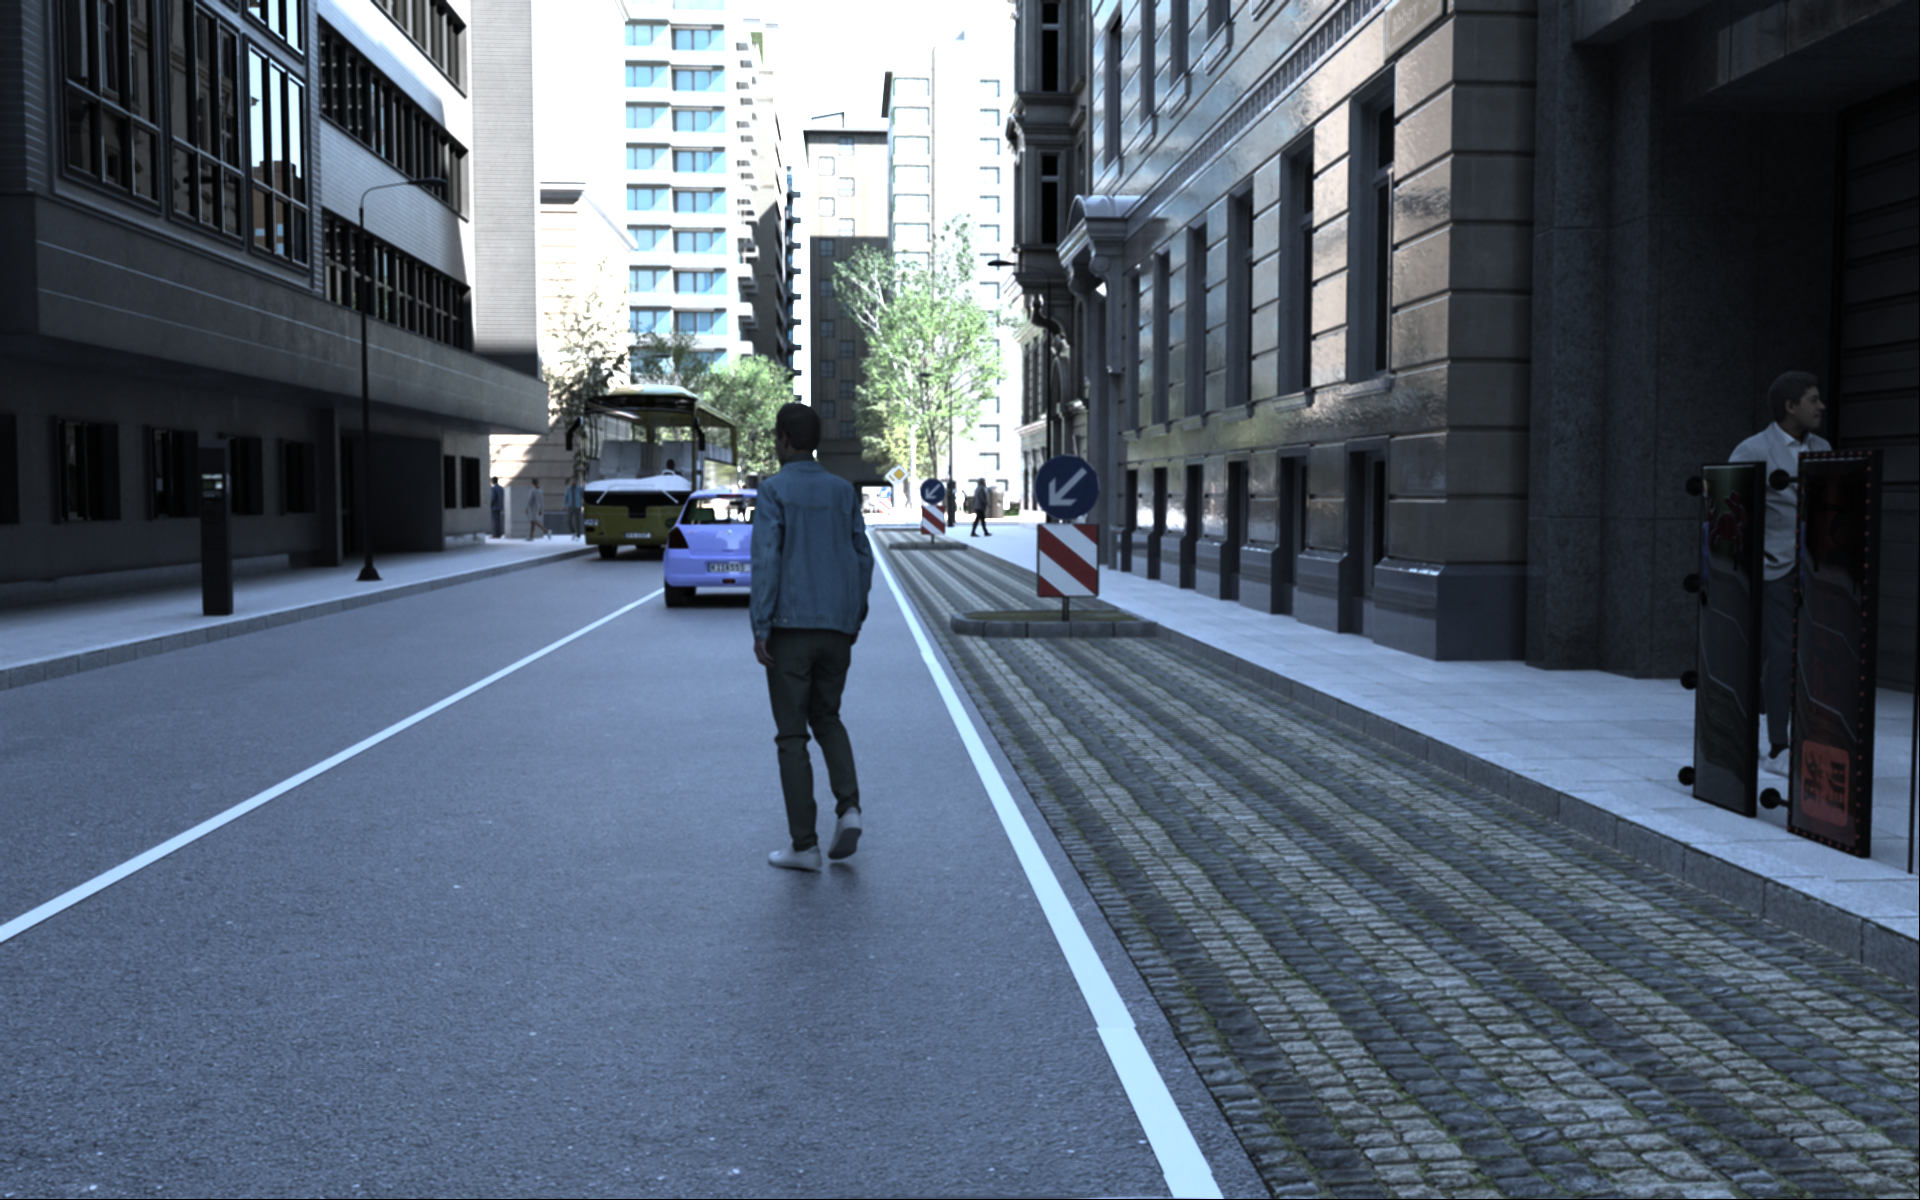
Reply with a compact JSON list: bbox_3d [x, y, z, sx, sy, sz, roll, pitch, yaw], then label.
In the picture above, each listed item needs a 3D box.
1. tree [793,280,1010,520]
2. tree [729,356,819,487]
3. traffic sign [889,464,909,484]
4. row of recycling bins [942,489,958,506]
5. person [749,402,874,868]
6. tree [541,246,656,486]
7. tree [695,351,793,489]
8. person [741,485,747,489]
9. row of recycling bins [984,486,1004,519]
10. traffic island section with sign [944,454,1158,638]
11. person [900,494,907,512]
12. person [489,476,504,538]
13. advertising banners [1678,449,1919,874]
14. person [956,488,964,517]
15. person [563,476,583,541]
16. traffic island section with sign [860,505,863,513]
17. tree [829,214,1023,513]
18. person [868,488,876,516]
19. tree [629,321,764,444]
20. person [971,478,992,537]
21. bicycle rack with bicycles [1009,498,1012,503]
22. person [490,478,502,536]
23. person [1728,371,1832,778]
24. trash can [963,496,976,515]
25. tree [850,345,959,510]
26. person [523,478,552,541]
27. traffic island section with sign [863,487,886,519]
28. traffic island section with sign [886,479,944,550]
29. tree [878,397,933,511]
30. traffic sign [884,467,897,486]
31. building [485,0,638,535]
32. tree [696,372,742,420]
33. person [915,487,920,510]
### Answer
[{"bbox_3d":[-1.321,-9.766,85.432,9.928,11.665,9.643,0,3,0],"label":"tree"},{"bbox_3d":[-16.717,-13.909,144.425,9.611,12.733,9.660,0,3,0],"label":"tree"},{"bbox_3d":[-2.343,-3.985,67.342,0.795,2.593,0.064,0,4,-4],"label":"traffic sign"},{"bbox_3d":[-1.578,-8.076,139.159,3.534,1.692,1.069,3,5,40],"label":"row of recycling bins"},{"bbox_3d":[-0.568,0.135,6.630,0.601,1.785,0.444,-2,4,-34],"label":"person"},{"bbox_3d":[-11.090,-6.140,50.754,4.360,8.622,3.978,0,3,0],"label":"tree"},{"bbox_3d":[-15.847,-12.148,124.379,9.928,11.665,9.643,0,3,0],"label":"tree"},{"bbox_3d":[-8.525,-3.599,67.523,0.473,1.802,0.592,3,5,41],"label":"person"},{"bbox_3d":[1.708,-5.080,90.163,1.069,1.692,3.534,0,4,-7],"label":"row of recycling bins"},{"bbox_3d":[0.915,-0.578,18.084,1.989,1.847,2.006,0,4,-4],"label":"traffic island section with sign"},{"bbox_3d":[-4.083,-6.987,124.546,0.475,1.303,0.640,-2,4,-26],"label":"person"},{"bbox_3d":[-13.503,-2.705,50.453,0.419,1.800,0.721,1,4,8],"label":"person"},{"bbox_3d":[3.174,-0.617,6.276,0.090,3.025,2.074,0,4,-4],"label":"advertising banners"},{"bbox_3d":[-0.043,-5.397,96.099,0.589,1.601,0.330,0,4,-2],"label":"person"},{"bbox_3d":[-10.540,-2.511,47.442,0.601,1.785,0.444,0,4,7],"label":"person"},{"bbox_3d":[-6.207,-7.230,126.839,1.989,1.847,2.006,0,4,-4],"label":"traffic island section with sign"},{"bbox_3d":[-1.943,-15.927,116.288,12.611,20.169,13.585,0,3,0],"label":"tree"},{"bbox_3d":[-5.286,-5.841,104.185,0.537,1.800,0.526,1,4,9],"label":"person"},{"bbox_3d":[-14.608,-9.684,92.750,8.767,10.594,7.601,-2,4,-29],"label":"tree"},{"bbox_3d":[0.683,-2.802,52.255,0.834,1.777,0.661,-2,4,-28],"label":"person"},{"bbox_3d":[3.002,-8.202,147.492,2.852,0.926,2.925,-1,4,-14],"label":"bicycle rack with bicycles"},{"bbox_3d":[-14.422,-2.838,52.842,0.834,1.777,0.661,0,4,-7],"label":"person"},{"bbox_3d":[3.783,-0.134,8.085,0.661,1.843,0.795,-1,4,-16],"label":"person"},{"bbox_3d":[0.804,-6.052,110.605,0.748,1.137,0.748,0,3,0],"label":"trash can"},{"bbox_3d":[-4.262,-14.222,139.186,9.857,13.997,8.962,0,3,0],"label":"tree"},{"bbox_3d":[-11.583,-2.486,47.436,0.760,1.731,0.466,-1,4,-11],"label":"person"},{"bbox_3d":[-4.446,-5.585,99.941,1.989,1.847,2.006,0,4,-4],"label":"traffic island section with sign"},{"bbox_3d":[-0.849,-2.224,44.993,1.989,1.847,2.006,0,4,-4],"label":"traffic island section with sign"},{"bbox_3d":[-4.322,-11.048,131.001,4.737,8.622,4.395,0,3,0],"label":"tree"},{"bbox_3d":[-2.864,-4.472,75.310,0.795,2.593,0.064,0,4,-4],"label":"traffic sign"},{"bbox_3d":[-21.951,-16.734,59.502,20.117,28.700,13.634,0,4,-4],"label":"building"},{"bbox_3d":[-14.873,-9.355,103.319,4.360,8.622,3.978,0,3,0],"label":"tree"},{"bbox_3d":[-3.172,-7.039,121.389,0.793,1.790,0.793,-1,4,-12],"label":"person"}]
